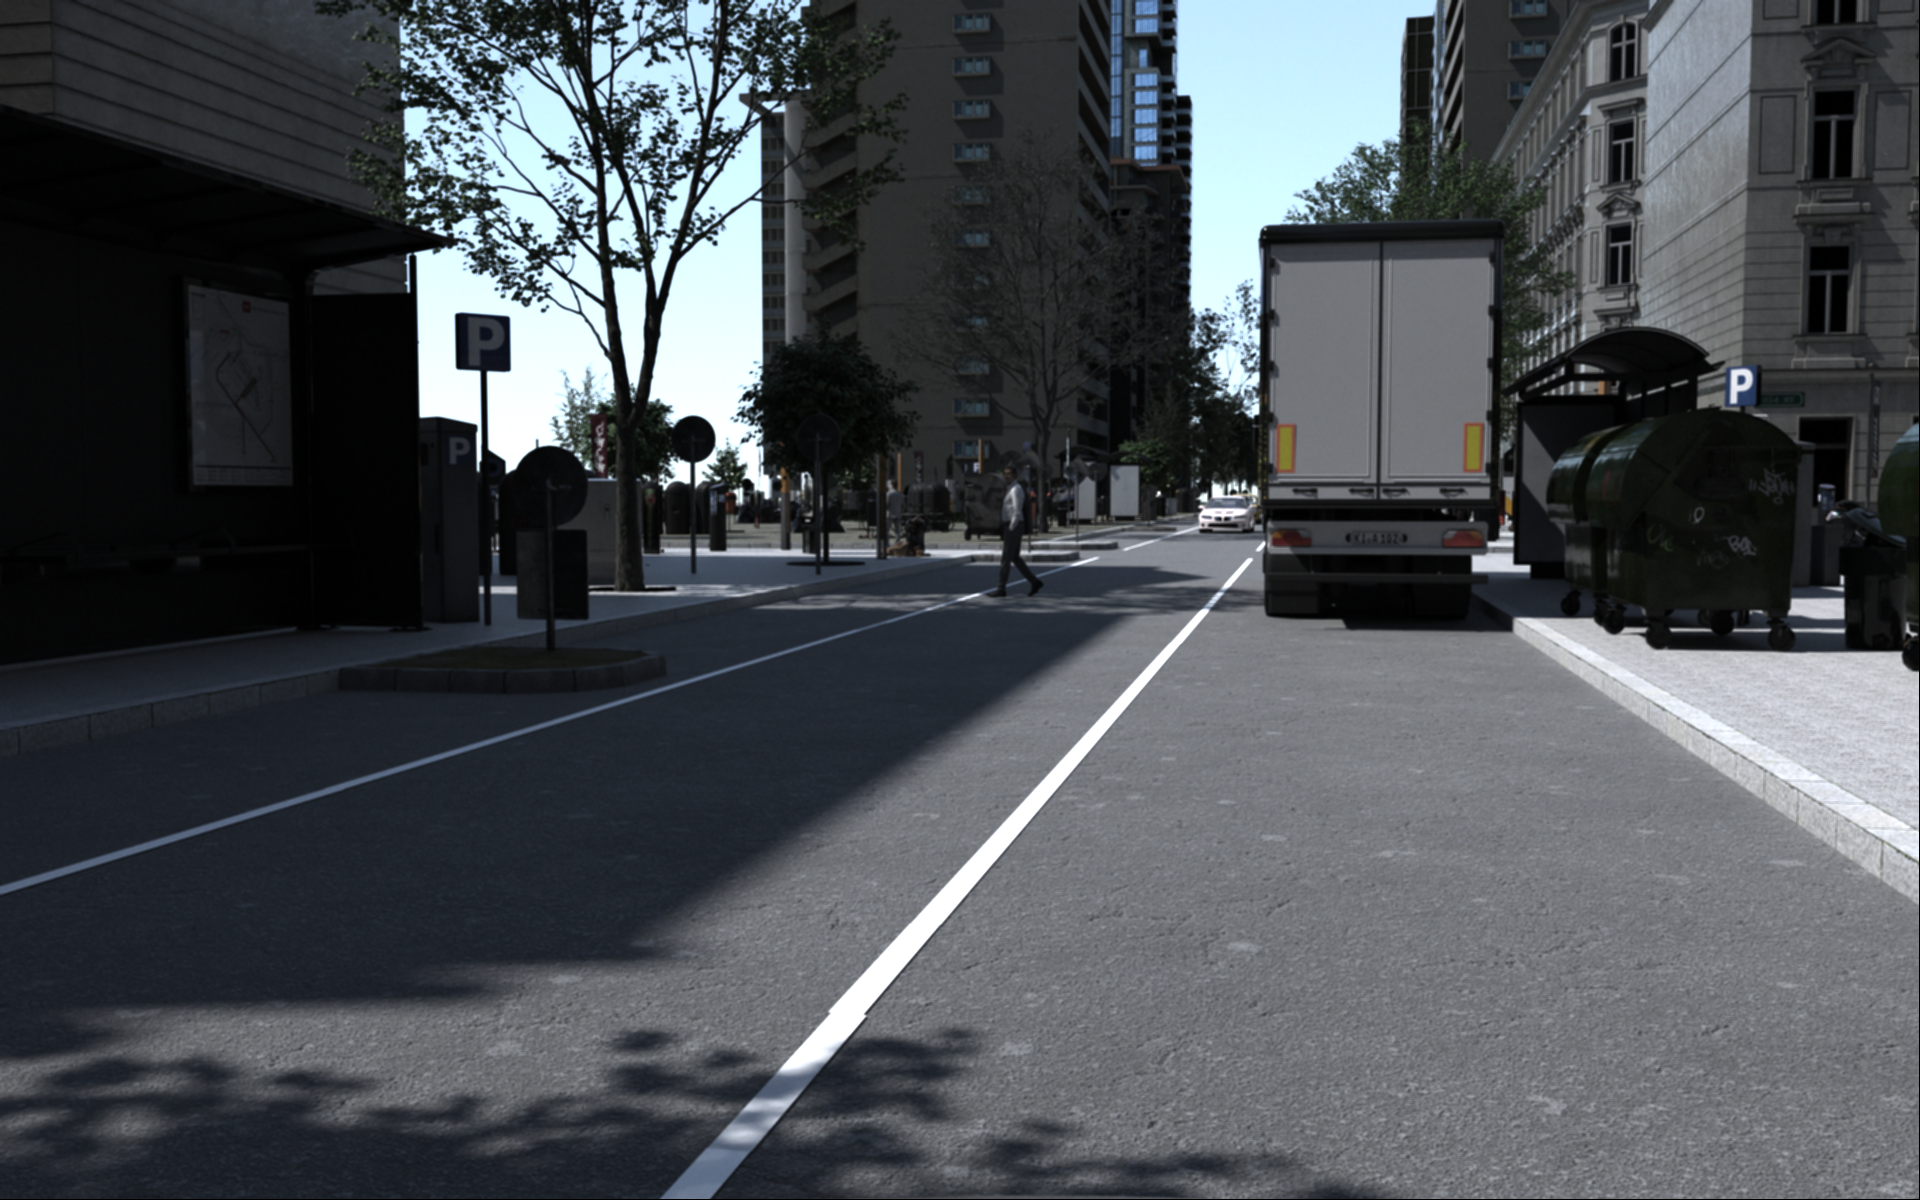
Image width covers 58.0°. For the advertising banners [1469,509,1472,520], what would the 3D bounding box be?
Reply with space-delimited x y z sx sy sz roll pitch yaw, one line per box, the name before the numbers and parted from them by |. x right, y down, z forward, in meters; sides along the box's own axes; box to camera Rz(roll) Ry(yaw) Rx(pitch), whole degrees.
advertising banners | 24.314 -5.484 85.847 2.074 3.025 0.090 2 4 23

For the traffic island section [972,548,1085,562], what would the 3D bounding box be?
traffic island section | 1.494 -0.949 37.801 2.009 0.180 2.903 1 4 11

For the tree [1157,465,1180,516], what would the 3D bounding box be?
tree | 11.995 -6.569 102.011 1.663 3.219 1.824 0 3 0

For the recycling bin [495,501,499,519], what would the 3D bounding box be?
recycling bin | -16.826 -3.011 61.790 0.722 1.027 0.722 3 5 43

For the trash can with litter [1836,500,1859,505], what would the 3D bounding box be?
trash can with litter | 16.736 -1.277 32.259 1.055 1.170 0.624 -1 4 -22

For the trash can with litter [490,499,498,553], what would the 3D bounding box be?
trash can with litter | -10.110 -1.633 37.758 2.233 1.210 1.678 2 4 24

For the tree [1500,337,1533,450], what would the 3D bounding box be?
tree | 23.172 -7.690 76.095 4.737 8.622 4.395 0 3 0

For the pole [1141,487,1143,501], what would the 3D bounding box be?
pole | 11.396 -6.973 107.844 0.158 3.312 0.155 0 3 0

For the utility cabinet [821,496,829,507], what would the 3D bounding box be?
utility cabinet | -5.625 -3.575 69.616 0.306 1.237 1.020 -2 4 -29

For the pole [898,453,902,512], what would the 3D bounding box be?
pole | -2.998 -5.681 86.726 0.158 3.312 0.155 0 3 0

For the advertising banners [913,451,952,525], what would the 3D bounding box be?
advertising banners | -1.130 -4.576 71.001 2.074 3.025 0.090 -3 5 -42

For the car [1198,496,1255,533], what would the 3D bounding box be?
car | 10.019 -3.211 64.857 2.083 1.381 4.827 1 4 13

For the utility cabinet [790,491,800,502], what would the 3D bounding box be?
utility cabinet | -11.426 -6.761 119.218 1.173 1.500 0.318 3 4 38

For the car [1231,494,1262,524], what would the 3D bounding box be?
car | 13.587 -4.456 83.072 2.015 1.641 3.980 1 4 12

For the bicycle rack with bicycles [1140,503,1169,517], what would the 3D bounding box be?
bicycle rack with bicycles | 10.219 -5.089 96.587 2.925 0.926 2.852 1 4 11

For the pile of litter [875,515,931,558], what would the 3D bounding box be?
pile of litter | -1.166 -1.339 35.863 1.176 0.858 1.719 0 4 5

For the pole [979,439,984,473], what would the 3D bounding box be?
pole | 0.800 -4.321 64.492 0.158 3.312 0.155 0 3 0

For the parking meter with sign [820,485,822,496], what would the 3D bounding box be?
parking meter with sign | -6.662 -5.148 80.436 0.543 3.016 1.738 1 4 15

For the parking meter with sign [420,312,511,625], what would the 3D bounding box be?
parking meter with sign | -5.188 -1.297 17.467 0.543 3.016 1.738 -3 5 -43

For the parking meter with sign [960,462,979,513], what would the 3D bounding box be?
parking meter with sign | 0.683 -5.997 94.310 0.543 3.016 1.738 1 4 20

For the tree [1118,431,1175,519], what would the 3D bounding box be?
tree | 9.665 -6.510 90.157 4.285 4.588 4.351 0 3 0

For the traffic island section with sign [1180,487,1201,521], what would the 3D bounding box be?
traffic island section with sign | 12.891 -5.253 94.518 1.989 1.847 2.006 1 4 11

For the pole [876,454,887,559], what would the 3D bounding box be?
pole | -1.543 -2.459 34.041 0.158 3.312 0.155 0 3 0

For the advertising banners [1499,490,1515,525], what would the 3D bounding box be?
advertising banners | 22.202 -4.586 71.162 2.074 3.025 0.090 2 4 34

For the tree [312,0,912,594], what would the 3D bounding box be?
tree | -4.285 -5.930 22.707 9.928 11.665 9.643 0 3 0

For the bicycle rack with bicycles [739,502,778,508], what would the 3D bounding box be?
bicycle rack with bicycles | -10.932 -5.032 95.647 2.852 0.926 2.925 1 4 10

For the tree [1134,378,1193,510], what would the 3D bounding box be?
tree | 12.818 -9.789 110.406 4.360 8.622 3.978 0 3 0

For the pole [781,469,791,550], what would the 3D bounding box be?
pole | -4.003 -2.805 39.697 0.158 3.312 0.155 0 3 0

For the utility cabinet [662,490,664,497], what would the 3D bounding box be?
utility cabinet | -16.840 -5.610 100.399 1.173 1.500 0.318 0 4 5

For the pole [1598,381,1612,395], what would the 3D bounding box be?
pole | 10.937 -2.178 29.461 0.158 3.312 0.155 0 3 0

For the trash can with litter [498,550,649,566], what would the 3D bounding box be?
trash can with litter | -6.782 -1.215 30.916 2.233 1.210 1.678 2 4 32

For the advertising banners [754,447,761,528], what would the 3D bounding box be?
advertising banners | -7.609 -4.212 65.048 0.090 3.025 2.074 -1 4 -12

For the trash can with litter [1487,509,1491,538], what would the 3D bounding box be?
trash can with litter | 15.086 -2.369 50.127 0.624 1.170 1.055 -1 4 -17

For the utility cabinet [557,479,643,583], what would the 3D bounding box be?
utility cabinet | -5.139 -0.980 24.695 1.173 1.500 0.318 -1 4 -16

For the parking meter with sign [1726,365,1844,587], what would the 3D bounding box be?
parking meter with sign | 11.430 -1.694 23.957 1.738 3.016 0.543 -1 4 -22

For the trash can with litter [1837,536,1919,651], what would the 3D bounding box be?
trash can with litter | 7.784 -0.172 14.194 0.624 1.170 1.055 -3 4 -37

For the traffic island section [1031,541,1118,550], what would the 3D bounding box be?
traffic island section | 3.067 -1.428 45.631 2.009 0.180 2.903 1 4 11

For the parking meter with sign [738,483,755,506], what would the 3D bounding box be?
parking meter with sign | -13.275 -6.889 108.904 0.543 3.016 1.738 3 5 41

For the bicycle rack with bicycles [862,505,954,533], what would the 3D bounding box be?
bicycle rack with bicycles | -1.487 -2.752 58.380 2.925 0.926 2.852 2 4 26

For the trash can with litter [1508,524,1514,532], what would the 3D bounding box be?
trash can with litter | 18.855 -2.879 58.460 0.624 1.170 1.055 -1 4 -14

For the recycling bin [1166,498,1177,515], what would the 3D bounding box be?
recycling bin | 13.015 -5.809 107.533 0.722 1.027 0.722 -1 4 -10

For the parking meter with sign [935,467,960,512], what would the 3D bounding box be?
parking meter with sign | -0.448 -6.341 99.929 1.738 3.016 0.543 2 4 24

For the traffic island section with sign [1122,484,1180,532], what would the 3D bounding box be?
traffic island section with sign | 7.340 -3.565 66.917 1.989 1.847 2.006 1 4 11

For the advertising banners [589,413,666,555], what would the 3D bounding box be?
advertising banners | -7.171 -2.505 37.149 2.074 3.025 0.090 2 4 32

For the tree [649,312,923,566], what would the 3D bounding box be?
tree | -2.516 -2.924 31.525 4.285 4.588 4.351 0 3 0

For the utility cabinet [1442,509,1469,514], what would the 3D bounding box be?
utility cabinet | 20.336 -3.825 71.214 0.318 1.500 1.173 -3 4 -36

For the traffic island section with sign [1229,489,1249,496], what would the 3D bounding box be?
traffic island section with sign | 22.738 -8.253 143.567 1.989 1.847 2.006 1 4 11

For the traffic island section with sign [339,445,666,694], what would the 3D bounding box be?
traffic island section with sign | -3.391 -0.293 13.424 1.989 1.847 2.006 1 4 11
